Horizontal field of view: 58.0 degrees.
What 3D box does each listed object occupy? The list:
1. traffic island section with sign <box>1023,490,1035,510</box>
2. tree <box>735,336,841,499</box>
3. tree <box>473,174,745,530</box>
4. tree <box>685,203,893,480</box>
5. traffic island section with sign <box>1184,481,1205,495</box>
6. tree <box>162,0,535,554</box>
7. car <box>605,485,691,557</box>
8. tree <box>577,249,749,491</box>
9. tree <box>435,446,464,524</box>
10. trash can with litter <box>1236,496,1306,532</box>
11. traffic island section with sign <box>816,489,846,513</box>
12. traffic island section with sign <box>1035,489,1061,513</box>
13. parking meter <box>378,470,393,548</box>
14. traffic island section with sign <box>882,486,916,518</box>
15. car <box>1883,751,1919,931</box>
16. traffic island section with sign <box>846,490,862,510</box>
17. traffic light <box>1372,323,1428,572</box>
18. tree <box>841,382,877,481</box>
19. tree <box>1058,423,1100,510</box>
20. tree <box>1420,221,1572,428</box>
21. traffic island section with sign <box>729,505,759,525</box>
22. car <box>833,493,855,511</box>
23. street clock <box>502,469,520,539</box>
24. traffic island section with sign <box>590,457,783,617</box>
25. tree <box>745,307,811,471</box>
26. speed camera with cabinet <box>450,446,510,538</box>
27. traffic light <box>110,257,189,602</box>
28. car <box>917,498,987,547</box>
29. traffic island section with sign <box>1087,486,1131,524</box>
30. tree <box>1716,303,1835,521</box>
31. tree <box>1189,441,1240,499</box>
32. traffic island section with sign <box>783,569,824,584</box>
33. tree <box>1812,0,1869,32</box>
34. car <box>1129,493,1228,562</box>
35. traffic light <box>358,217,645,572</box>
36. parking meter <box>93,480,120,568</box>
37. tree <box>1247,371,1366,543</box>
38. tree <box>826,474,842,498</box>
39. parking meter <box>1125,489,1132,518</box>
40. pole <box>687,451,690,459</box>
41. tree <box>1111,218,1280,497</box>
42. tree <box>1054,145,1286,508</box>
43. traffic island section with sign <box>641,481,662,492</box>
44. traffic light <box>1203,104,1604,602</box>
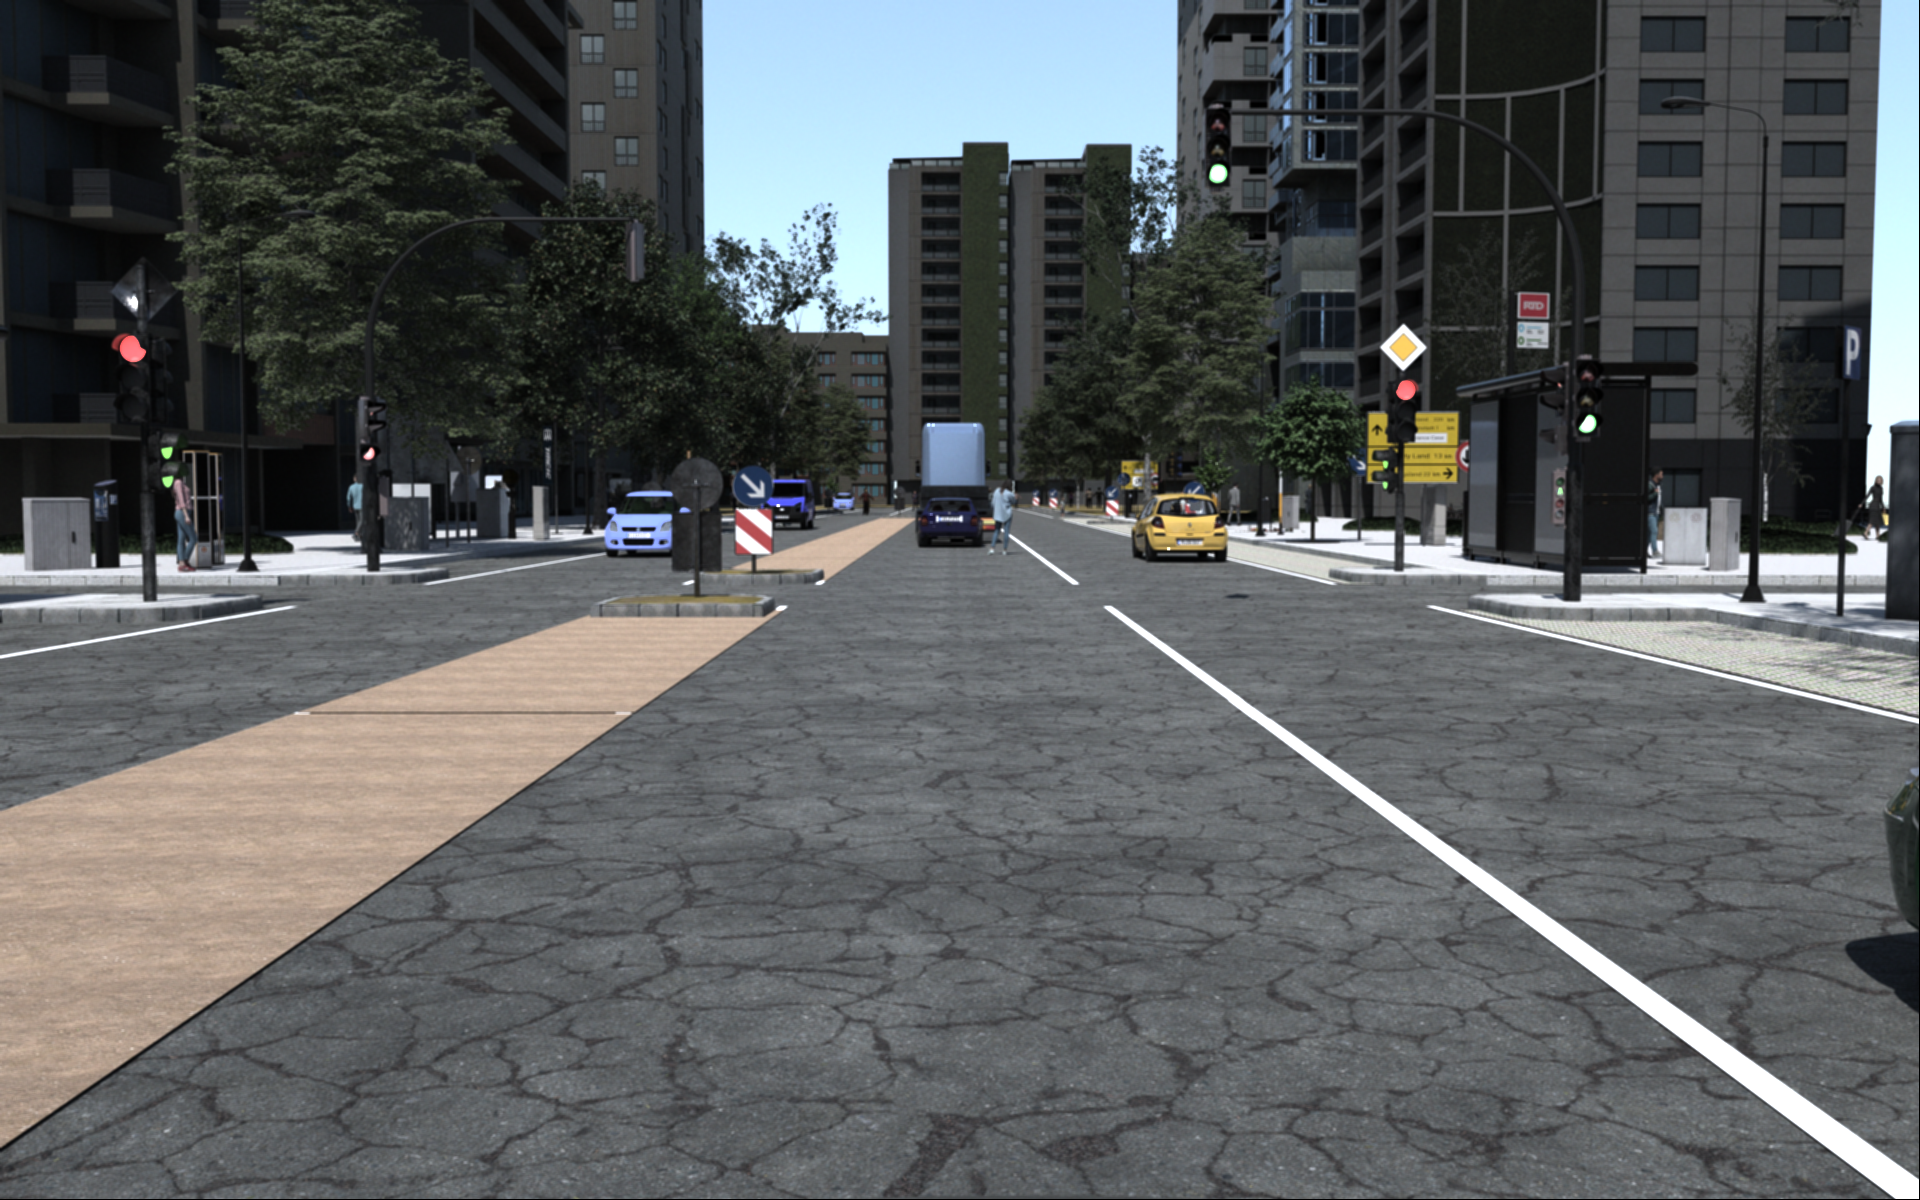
[{"bbox_3d":[6.769,-9.111,157.585,1.989,1.847,2.006,0,4,0],"label":"traffic island section with sign"},{"bbox_3d":[-12.724,-12.589,123.949,7.486,12.596,7.792,0,3,0],"label":"tree"},{"bbox_3d":[-12.890,-8.891,62.369,9.611,12.733,9.660,0,3,0],"label":"tree"},{"bbox_3d":[-10.802,-15.644,111.667,12.611,20.169,13.585,0,3,0],"label":"tree"},{"bbox_3d":[7.200,-2.826,54.828,1.989,1.847,2.006,0,4,0],"label":"traffic island section with sign"},{"bbox_3d":[-13.069,-7.255,36.741,7.486,12.596,7.792,0,3,0],"label":"tree"},{"bbox_3d":[-7.225,-1.897,40.615,1.945,1.707,3.694,0,4,-1],"label":"car"},{"bbox_3d":[-12.671,-9.025,73.307,9.928,11.665,9.643,0,3,0],"label":"tree"},{"bbox_3d":[-22.648,-5.615,75.520,4.285,4.588,4.351,0,3,0],"label":"tree"},{"bbox_3d":[10.630,-2.921,58.822,2.233,1.210,1.678,3,5,39],"label":"trash can with litter"},{"bbox_3d":[-9.842,-7.451,130.448,1.989,1.847,2.006,0,4,0],"label":"traffic island section with sign"},{"bbox_3d":[6.887,-7.462,130.630,1.989,1.847,2.006,0,4,0],"label":"traffic island section with sign"},{"bbox_3d":[-13.783,-2.185,41.433,0.399,1.863,0.255,2,4,35],"label":"parking meter"},{"bbox_3d":[-3.631,-5.833,103.509,2.006,1.907,1.989,0,4,0],"label":"traffic island section with sign"},{"bbox_3d":[3.553,0.542,2.944,2.131,1.459,4.920,0,4,-1],"label":"car"},{"bbox_3d":[-9.945,-9.133,157.946,1.989,1.847,2.006,0,4,0],"label":"traffic island section with sign"},{"bbox_3d":[7.271,-2.429,28.641,0.839,4.253,0.868,0,4,0],"label":"traffic light"},{"bbox_3d":[-11.975,-15.656,174.095,7.486,12.596,7.792,0,3,0],"label":"tree"},{"bbox_3d":[10.019,-11.806,143.395,4.360,8.622,3.978,0,3,0],"label":"tree"},{"bbox_3d":[14.783,-5.956,47.746,4.360,8.622,3.978,0,3,0],"label":"tree"},{"bbox_3d":[-9.622,-4.385,80.327,1.989,1.847,2.006,0,4,0],"label":"traffic island section with sign"},{"bbox_3d":[-10.185,-8.709,151.983,1.945,1.707,3.694,0,4,0],"label":"car"},{"bbox_3d":[-12.815,-2.748,49.506,0.471,2.002,0.358,0,4,-3],"label":"street clock"},{"bbox_3d":[-3.282,-0.785,20.964,2.006,1.907,1.989,0,4,0],"label":"traffic island section with sign"},{"bbox_3d":[-13.250,-10.797,93.533,9.611,12.733,9.660,0,3,0],"label":"tree"},{"bbox_3d":[-14.148,-3.479,51.213,2.038,3.252,0.660,2,4,31],"label":"speed camera with cabinet"},{"bbox_3d":[-9.657,-1.936,20.569,0.839,4.253,0.868,0,4,0],"label":"traffic light"},{"bbox_3d":[-0.235,-2.160,47.893,1.945,1.354,3.894,0,4,1],"label":"car"},{"bbox_3d":[7.086,-4.531,82.702,1.989,1.847,2.006,0,4,0],"label":"traffic island section with sign"},{"bbox_3d":[30.857,-7.072,65.997,4.360,8.622,3.978,0,3,0],"label":"tree"},{"bbox_3d":[9.117,-4.201,63.289,1.663,3.219,1.824,0,3,0],"label":"tree"},{"bbox_3d":[-3.304,-1.238,28.371,2.006,1.907,1.989,0,4,0],"label":"traffic island section with sign"},{"bbox_3d":[10.569,-6.079,9.759,12.009,13.543,11.850,0,3,0],"label":"tree"},{"bbox_3d":[4.759,-1.694,37.914,2.015,1.641,3.980,0,4,0],"label":"car"},{"bbox_3d":[-7.599,-3.298,28.598,4.771,5.953,1.251,0,4,0],"label":"traffic light"},{"bbox_3d":[-14.816,-1.325,30.073,0.372,1.533,0.369,0,3,0],"label":"parking meter"},{"bbox_3d":[9.424,-3.797,45.792,4.285,4.588,4.351,0,3,0],"label":"tree"},{"bbox_3d":[-12.364,-10.474,165.858,1.663,3.219,1.824,0,3,0],"label":"tree"},{"bbox_3d":[9.039,-5.167,92.888,0.372,1.533,0.369,0,3,0],"label":"parking meter"},{"bbox_3d":[-12.771,-5.370,81.649,0.158,3.312,0.155,0,3,0],"label":"pole"},{"bbox_3d":[9.891,-9.401,71.838,7.486,12.596,7.792,0,3,0],"label":"tree"},{"bbox_3d":[10.995,-14.454,92.217,12.611,20.169,13.585,0,3,0],"label":"tree"},{"bbox_3d":[-9.517,-2.737,53.372,1.989,1.847,2.006,0,4,0],"label":"traffic island section with sign"},{"bbox_3d":[5.213,-2.804,20.506,4.771,5.953,1.251,0,4,0],"label":"traffic light"}]
